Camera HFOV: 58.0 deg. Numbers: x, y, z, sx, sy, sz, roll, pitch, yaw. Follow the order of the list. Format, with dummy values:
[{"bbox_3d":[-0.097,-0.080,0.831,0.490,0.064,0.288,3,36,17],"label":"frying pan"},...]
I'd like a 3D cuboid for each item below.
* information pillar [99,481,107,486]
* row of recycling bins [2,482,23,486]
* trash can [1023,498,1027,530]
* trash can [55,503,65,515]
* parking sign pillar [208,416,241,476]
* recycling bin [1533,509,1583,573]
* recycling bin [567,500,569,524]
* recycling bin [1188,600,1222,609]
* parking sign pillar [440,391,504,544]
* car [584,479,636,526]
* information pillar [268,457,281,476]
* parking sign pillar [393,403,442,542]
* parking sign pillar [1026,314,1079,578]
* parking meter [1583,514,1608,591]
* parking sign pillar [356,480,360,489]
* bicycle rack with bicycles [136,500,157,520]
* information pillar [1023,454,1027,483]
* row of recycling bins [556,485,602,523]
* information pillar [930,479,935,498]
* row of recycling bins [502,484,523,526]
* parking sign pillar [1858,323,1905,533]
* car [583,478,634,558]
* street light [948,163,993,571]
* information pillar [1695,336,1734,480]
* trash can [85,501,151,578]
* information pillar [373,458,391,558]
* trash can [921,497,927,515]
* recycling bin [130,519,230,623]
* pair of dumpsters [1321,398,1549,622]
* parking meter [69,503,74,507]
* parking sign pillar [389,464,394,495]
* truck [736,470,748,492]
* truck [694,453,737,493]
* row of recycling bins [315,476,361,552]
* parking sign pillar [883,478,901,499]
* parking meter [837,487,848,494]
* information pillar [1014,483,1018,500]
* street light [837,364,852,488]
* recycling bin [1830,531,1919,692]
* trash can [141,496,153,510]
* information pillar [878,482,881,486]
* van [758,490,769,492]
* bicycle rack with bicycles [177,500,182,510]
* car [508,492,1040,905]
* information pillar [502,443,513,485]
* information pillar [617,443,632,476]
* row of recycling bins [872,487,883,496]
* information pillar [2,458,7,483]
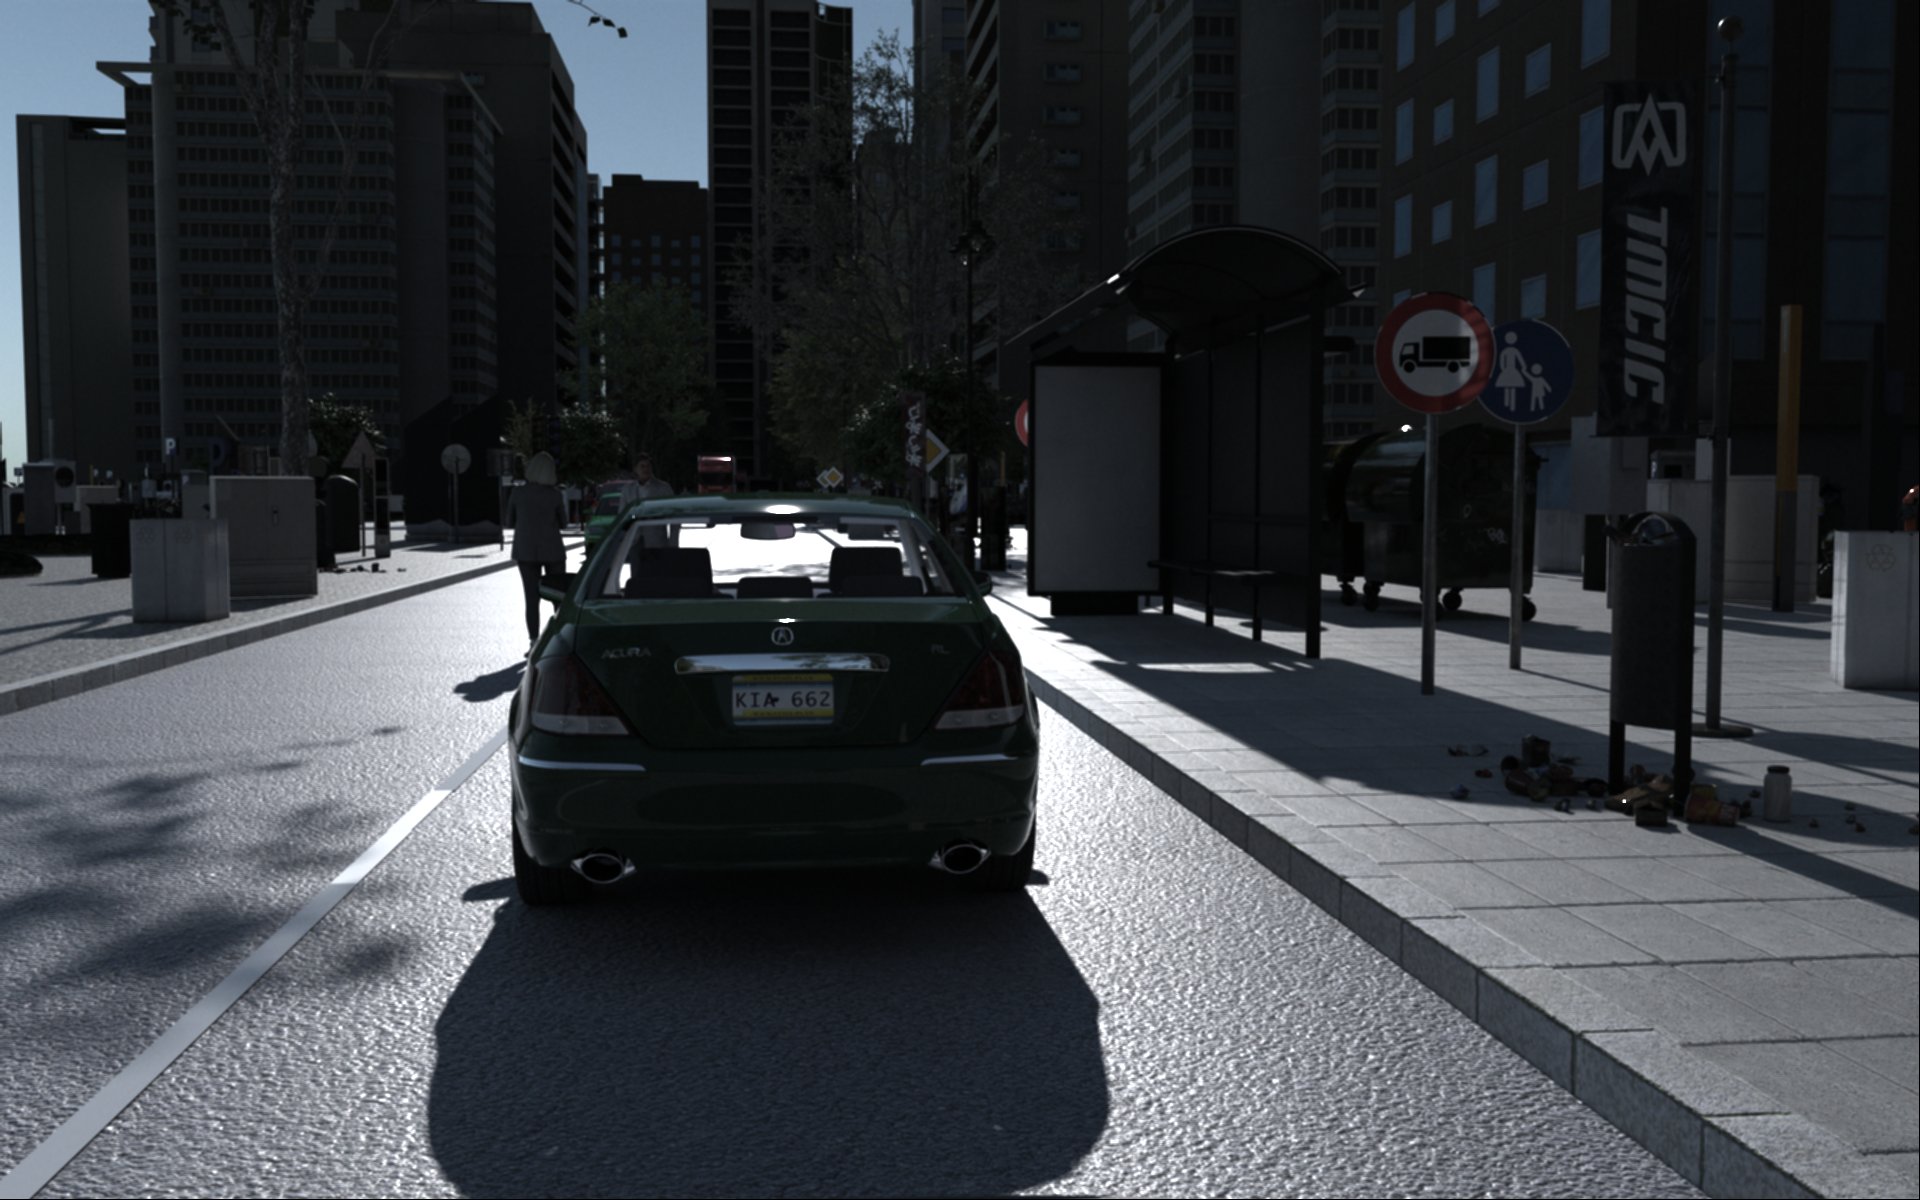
[{"bbox_3d":[-47.835,-5.640,96.701,0.304,2.012,0.304,-1,4,-11],"label":"information pillar"},{"bbox_3d":[-32.606,-3.139,58.428,3.534,1.692,1.069,1,4,14],"label":"row of recycling bins"},{"bbox_3d":[2.502,-2.855,58.337,0.748,1.137,0.748,0,3,0],"label":"trash can"},{"bbox_3d":[-62.281,-6.577,119.194,0.748,1.137,0.748,0,3,0],"label":"trash can"},{"bbox_3d":[-25.119,-4.325,59.187,1.447,3.967,1.447,3,4,38],"label":"parking sign pillar"},{"bbox_3d":[9.796,-0.979,28.563,0.722,1.027,0.722,0,4,-1],"label":"recycling bin"},{"bbox_3d":[-17.010,-3.706,73.154,0.722,1.027,0.722,2,4,24],"label":"recycling bin"},{"bbox_3d":[3.084,-0.440,19.754,0.722,1.027,0.722,-2,4,-27],"label":"recycling bin"},{"bbox_3d":[-12.715,-3.481,45.379,1.447,3.967,1.447,-1,4,-21],"label":"parking sign pillar"},{"bbox_3d":[-8.461,-2.201,44.654,2.281,1.827,5.304,0,4,-7],"label":"car"},{"bbox_3d":[-13.612,-1.848,34.708,0.304,2.012,0.304,1,4,21],"label":"information pillar"},{"bbox_3d":[-14.443,-3.597,47.291,1.447,3.967,1.447,0,4,-1],"label":"parking sign pillar"},{"bbox_3d":[1.728,-2.312,26.269,1.447,3.967,1.447,-2,4,-32],"label":"parking sign pillar"},{"bbox_3d":[8.523,-0.899,23.114,0.372,1.533,0.369,0,3,0],"label":"parking meter"},{"bbox_3d":[-45.284,-8.567,128.547,1.447,3.967,1.447,0,4,2],"label":"parking sign pillar"},{"bbox_3d":[-40.704,-4.398,85.291,2.925,0.926,2.852,-1,4,-21],"label":"bicycle rack with bicycles"},{"bbox_3d":[3.904,-6.712,101.090,0.504,3.616,0.183,3,4,39],"label":"information pillar"},{"bbox_3d":[-16.592,-4.331,77.930,3.534,1.692,1.069,-2,4,-24],"label":"row of recycling bins"},{"bbox_3d":[-1.252,-5.117,75.012,0.183,3.616,0.504,2,4,31],"label":"information pillar"},{"bbox_3d":[-18.097,-3.861,70.248,1.069,1.692,3.534,-2,4,-27],"label":"row of recycling bins"},{"bbox_3d":[14.840,-2.414,27.941,1.447,3.967,1.447,1,4,21],"label":"parking sign pillar"},{"bbox_3d":[-7.408,-1.842,38.916,1.959,1.807,4.718,0,4,-7],"label":"car"},{"bbox_3d":[0.140,-3.170,24.611,0.468,5.910,1.993,0,4,-6],"label":"street light"},{"bbox_3d":[11.246,-2.108,25.824,0.504,3.616,0.183,2,4,34],"label":"information pillar"},{"bbox_3d":[-13.022,-0.915,26.621,0.748,1.137,0.748,0,3,0],"label":"trash can"},{"bbox_3d":[-11.701,-1.869,35.045,0.304,2.012,0.304,-1,4,-20],"label":"information pillar"},{"bbox_3d":[-1.554,-4.173,79.874,0.748,1.137,0.748,0,3,0],"label":"trash can"},{"bbox_3d":[-7.919,-0.309,17.602,0.722,1.027,0.722,0,4,-2],"label":"recycling bin"},{"bbox_3d":[4.945,-1.033,19.378,1.574,2.255,4.437,0,4,-6],"label":"pair of dumpsters"},{"bbox_3d":[-59.918,-6.803,116.944,0.399,1.863,0.255,0,4,5],"label":"parking meter"},{"bbox_3d":[-34.960,-7.329,108.300,1.447,3.967,1.447,-2,4,-34],"label":"parking sign pillar"},{"bbox_3d":[-26.270,-13.078,202.743,2.839,4.237,11.283,0,4,-7],"label":"truck"},{"bbox_3d":[-16.785,-8.002,119.751,2.839,4.237,11.283,0,4,-7],"label":"truck"},{"bbox_3d":[-14.534,-2.004,39.875,1.069,1.692,3.534,-2,4,-30],"label":"row of recycling bins"},{"bbox_3d":[-2.944,-5.375,76.360,1.447,3.967,1.447,2,4,23],"label":"parking sign pillar"},{"bbox_3d":[-3.986,-3.076,58.704,0.372,1.533,0.369,0,3,0],"label":"parking meter"},{"bbox_3d":[3.702,-6.583,112.120,0.304,2.012,0.304,-1,4,-12],"label":"information pillar"},{"bbox_3d":[-4.112,-5.442,61.768,0.468,5.910,1.993,0,4,-6],"label":"street light"},{"bbox_3d":[6.275,0.060,11.575,0.722,1.027,0.722,1,4,19],"label":"recycling bin"},{"bbox_3d":[-52.358,-6.116,111.658,0.748,1.137,0.748,0,3,0],"label":"trash can"},{"bbox_3d":[-4.923,-7.150,108.260,0.504,3.616,0.183,-1,4,-21],"label":"information pillar"},{"bbox_3d":[-21.267,-11.033,187.398,2.013,2.044,4.112,0,4,-8],"label":"van"},{"bbox_3d":[-47.026,-5.468,102.784,2.852,0.926,2.925,-3,5,-43],"label":"bicycle rack with bicycles"},{"bbox_3d":[-0.827,0.259,7.557,2.131,1.459,4.920,0,4,-7],"label":"car"},{"bbox_3d":[-20.865,-5.418,79.936,0.504,3.616,0.183,-2,4,-35],"label":"information pillar"},{"bbox_3d":[-14.713,-5.146,75.496,0.504,3.616,0.183,-2,4,-34],"label":"information pillar"},{"bbox_3d":[-6.189,-8.419,144.767,3.534,1.692,1.069,2,4,29],"label":"row of recycling bins"},{"bbox_3d":[-62.310,-7.429,112.823,0.183,3.616,0.504,1,4,15],"label":"information pillar"}]
